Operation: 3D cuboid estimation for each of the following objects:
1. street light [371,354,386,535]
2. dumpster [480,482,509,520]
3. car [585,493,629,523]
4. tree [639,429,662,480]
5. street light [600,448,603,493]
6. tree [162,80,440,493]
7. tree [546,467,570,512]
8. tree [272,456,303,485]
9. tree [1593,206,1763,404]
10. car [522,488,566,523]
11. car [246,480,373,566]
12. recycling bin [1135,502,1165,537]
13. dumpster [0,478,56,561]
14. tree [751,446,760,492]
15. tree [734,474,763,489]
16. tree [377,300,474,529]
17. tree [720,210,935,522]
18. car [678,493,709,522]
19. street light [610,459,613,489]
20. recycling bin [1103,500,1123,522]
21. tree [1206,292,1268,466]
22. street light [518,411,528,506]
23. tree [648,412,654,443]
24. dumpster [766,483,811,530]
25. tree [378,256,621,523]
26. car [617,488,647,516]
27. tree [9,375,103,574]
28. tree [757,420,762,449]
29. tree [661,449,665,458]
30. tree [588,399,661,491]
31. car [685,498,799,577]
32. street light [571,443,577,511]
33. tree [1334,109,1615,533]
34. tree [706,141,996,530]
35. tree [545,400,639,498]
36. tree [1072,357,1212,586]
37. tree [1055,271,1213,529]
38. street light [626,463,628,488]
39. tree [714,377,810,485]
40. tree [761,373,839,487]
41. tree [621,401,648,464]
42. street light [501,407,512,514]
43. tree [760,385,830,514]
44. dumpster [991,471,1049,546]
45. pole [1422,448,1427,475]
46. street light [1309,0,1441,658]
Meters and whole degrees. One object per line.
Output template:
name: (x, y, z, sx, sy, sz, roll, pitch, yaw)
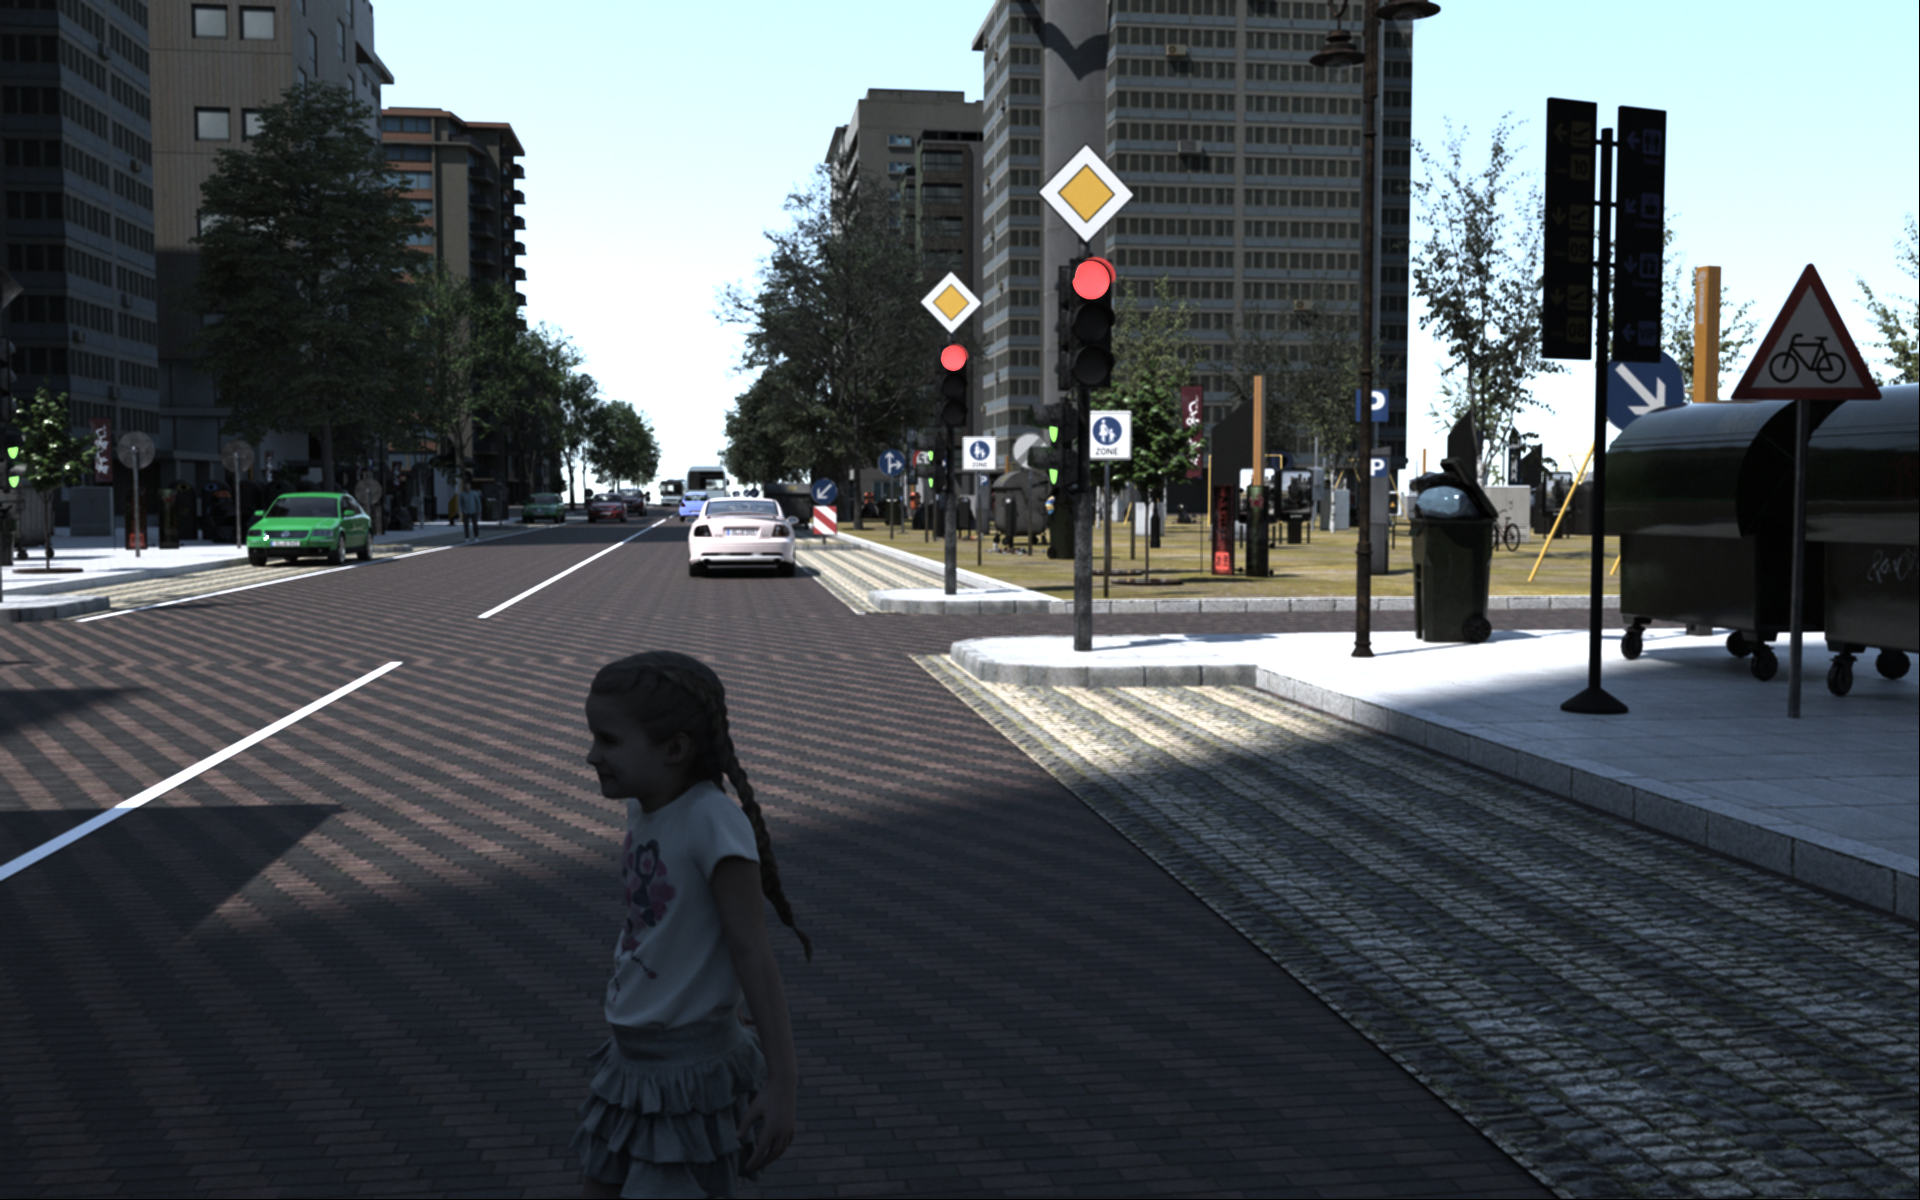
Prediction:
street light: (-18.283, -5.008, 54.673, 0.468, 5.910, 1.993, 0, 4, -8)
dumpster: (-23.001, -4.878, 85.517, 1.264, 1.857, 1.865, 0, 4, -8)
car: (-17.718, -4.773, 87.080, 2.155, 1.783, 4.494, -1, 4, -9)
tree: (-44.192, -18.414, 235.487, 7.601, 10.594, 8.767, 0, 4, 5)
street light: (-34.042, -11.733, 164.620, 0.468, 5.910, 1.993, 0, 4, -8)
tree: (-18.081, -7.953, 48.166, 7.486, 12.596, 7.792, 0, 3, 0)
tree: (-28.771, -7.896, 123.708, 1.663, 3.219, 1.824, 0, 3, 0)
tree: (-34.209, -5.707, 87.904, 1.663, 3.219, 1.824, 0, 3, 0)
tree: (17.850, -5.751, 44.388, 4.737, 8.622, 4.395, 0, 3, 0)
car: (-20.486, -4.678, 85.288, 1.959, 1.807, 4.718, 0, 4, -8)
car: (-13.388, -1.652, 35.808, 1.959, 1.807, 4.718, 0, 4, -8)
recycling bin: (5.769, -2.447, 52.570, 0.722, 1.027, 0.722, 2, 4, 25)
dumpster: (-18.654, -1.722, 33.909, 1.264, 1.857, 1.865, 0, 4, -8)
tree: (-20.020, -14.080, 180.566, 4.360, 8.622, 3.978, 0, 3, 0)
tree: (-28.504, -19.900, 243.492, 7.486, 12.596, 7.792, 0, 3, 0)
tree: (-19.753, -6.910, 63.348, 4.737, 8.622, 4.395, 0, 3, 0)
tree: (-5.301, -10.565, 79.396, 9.857, 13.997, 8.962, 0, 3, 0)
car: (-13.972, -5.027, 91.777, 1.945, 1.707, 3.694, 0, 4, -8)
street light: (-36.017, -12.595, 178.719, 0.468, 5.910, 1.993, 0, 4, -8)
recycling bin: (7.000, -4.065, 79.014, 0.722, 1.027, 0.722, 2, 4, 27)
tree: (11.264, -6.950, 63.989, 4.360, 8.622, 3.978, 0, 3, 0)
street light: (-24.258, -7.558, 96.362, 0.468, 5.910, 1.993, 0, 4, -8)
tree: (-37.172, -15.944, 186.435, 9.928, 11.665, 9.643, 0, 3, 0)
dumpster: (-6.847, -3.715, 68.956, 1.865, 1.857, 1.264, 0, 4, -7)
tree: (-22.154, -9.214, 76.406, 9.928, 11.665, 9.643, 0, 3, 0)
car: (-21.553, -6.378, 112.956, 2.281, 1.827, 5.304, 0, 4, -7)
tree: (-14.795, -2.059, 28.259, 1.663, 3.219, 1.824, 0, 3, 0)
tree: (-13.650, -11.149, 132.640, 4.737, 8.622, 4.395, 0, 3, 0)
tree: (-46.979, -20.446, 252.425, 7.486, 12.596, 7.792, 0, 3, 0)
tree: (-40.392, -17.648, 206.666, 7.486, 12.596, 7.792, 0, 3, 0)
car: (-3.970, -1.174, 31.556, 2.083, 1.381, 4.827, 0, 4, -7)
street light: (-29.191, -9.668, 130.856, 0.468, 5.910, 1.993, 0, 4, -8)
tree: (10.328, -5.088, 33.557, 4.360, 8.622, 3.978, 0, 3, 0)
tree: (-3.762, -9.239, 61.422, 12.009, 13.543, 11.850, 0, 3, 0)
tree: (-33.652, -13.425, 153.908, 7.601, 10.594, 8.767, -2, 4, -25)
tree: (2.785, -1.832, 24.557, 1.663, 3.219, 1.824, 0, 3, 0)
tree: (6.022, -6.503, 56.687, 4.737, 8.622, 4.395, 0, 3, 0)
street light: (-40.963, -14.703, 213.184, 0.468, 5.910, 1.993, 0, 4, -8)
tree: (-18.103, -15.107, 164.013, 9.611, 12.733, 9.660, 0, 3, 0)
tree: (-8.136, -9.064, 98.555, 4.737, 8.622, 4.395, 0, 3, 0)
tree: (-25.635, -10.848, 103.128, 9.928, 11.665, 9.643, 0, 3, 0)
street light: (-23.303, -7.109, 89.026, 0.468, 5.910, 1.993, 0, 4, -8)
tree: (-9.879, -9.885, 111.975, 4.360, 8.622, 3.978, 0, 3, 0)
dumpster: (1.545, -2.327, 43.810, 1.264, 1.857, 1.865, 0, 4, -8)
pole: (20.676, -5.096, 77.159, 0.158, 3.312, 0.155, 0, 3, 0)
street light: (3.179, -2.490, 13.496, 0.468, 5.910, 1.993, 0, 4, -8)
